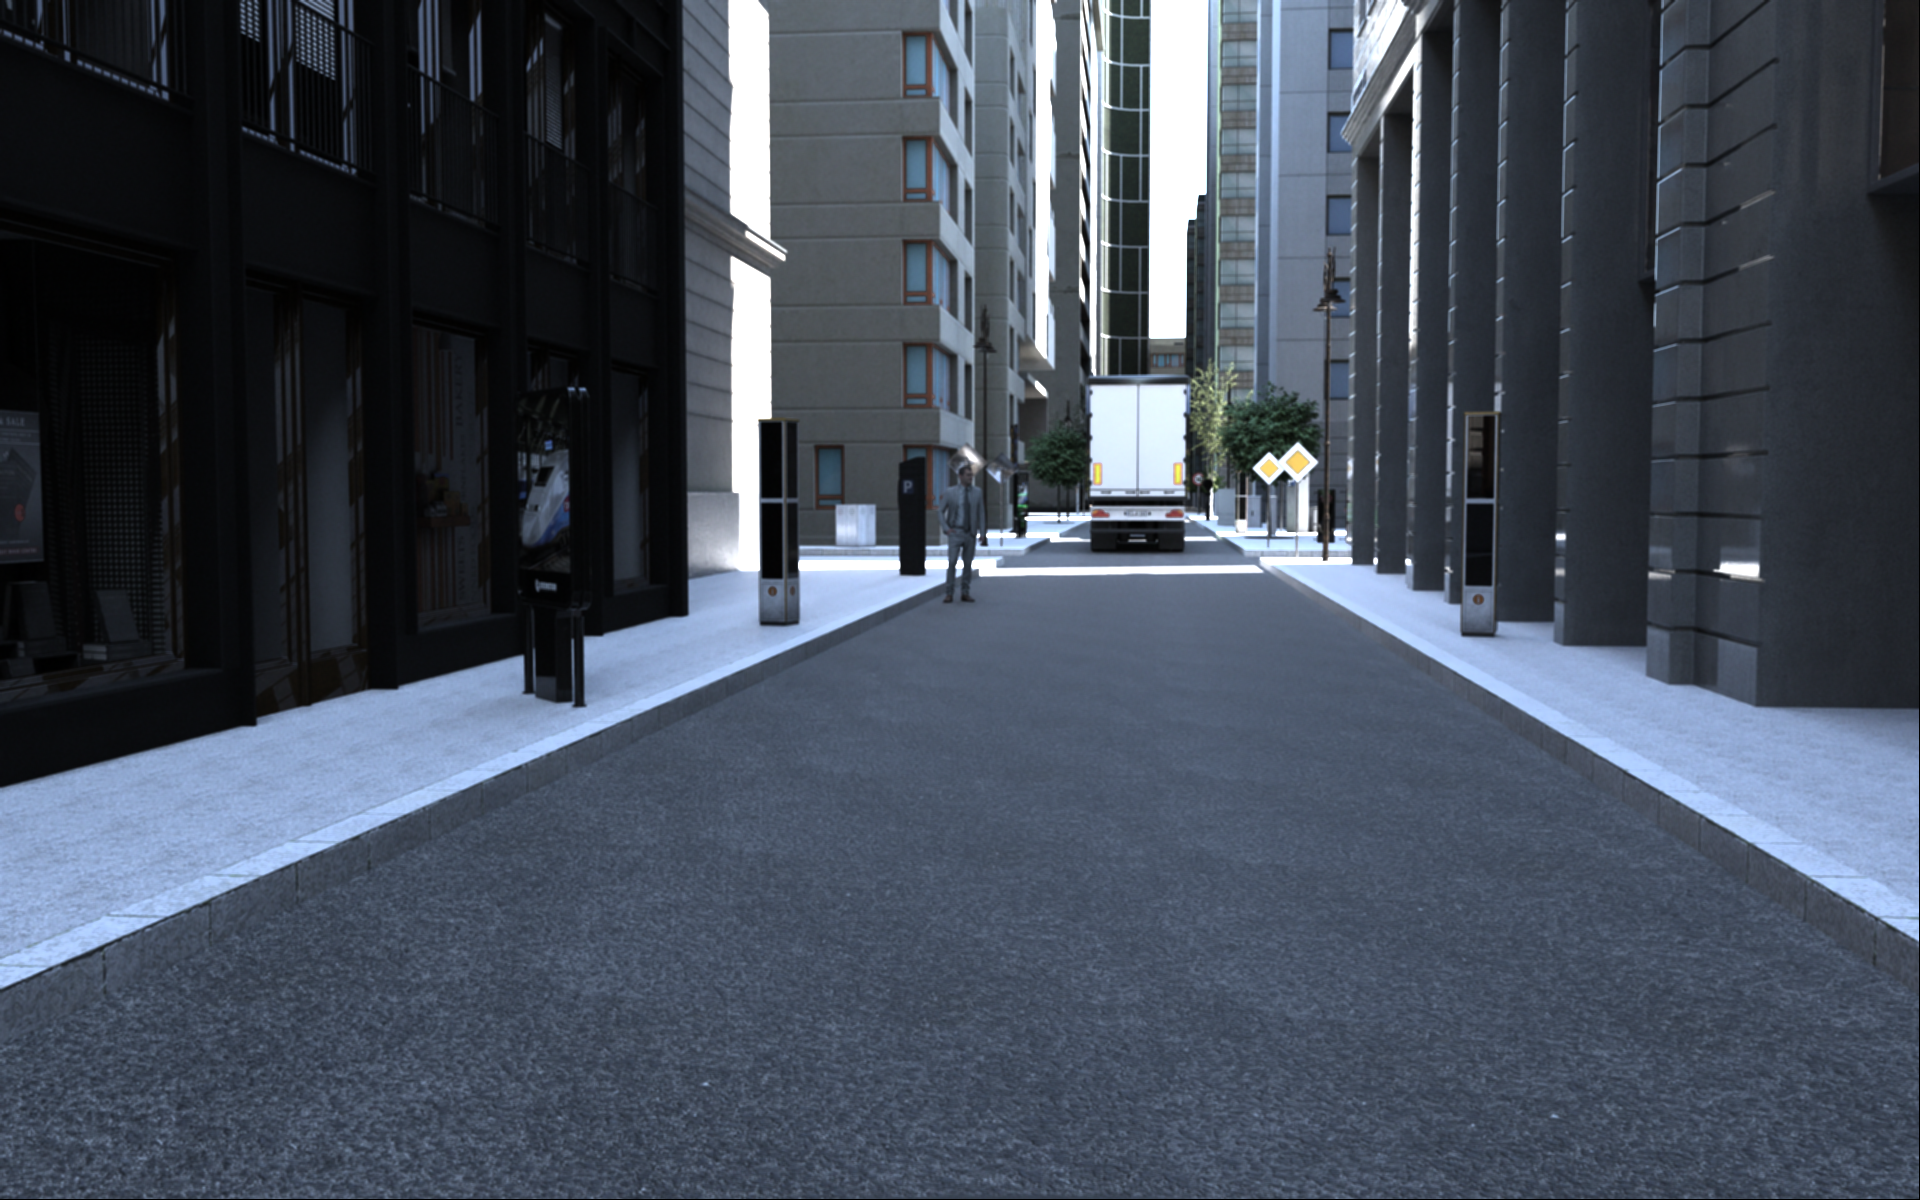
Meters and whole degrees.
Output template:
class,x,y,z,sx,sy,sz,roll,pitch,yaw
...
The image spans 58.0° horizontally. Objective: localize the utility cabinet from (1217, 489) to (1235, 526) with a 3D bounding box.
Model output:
class,x,y,z,sx,sy,sz,roll,pitch,yaw
utility cabinet,10.822,-3.708,69.312,0.318,1.500,1.173,-3,4,-36

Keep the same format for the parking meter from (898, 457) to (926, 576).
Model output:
class,x,y,z,sx,sy,sz,roll,pitch,yaw
parking meter,-0.760,-1.325,27.381,0.399,1.863,0.255,2,4,34

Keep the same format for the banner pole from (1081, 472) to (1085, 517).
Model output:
class,x,y,z,sx,sy,sz,roll,pitch,yaw
banner pole,6.818,-6.495,96.213,0.401,3.779,0.863,-1,4,-12

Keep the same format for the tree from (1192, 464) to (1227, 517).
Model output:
class,x,y,z,sx,sy,sz,roll,pitch,yaw
tree,14.334,-6.365,98.672,1.663,3.219,1.824,0,3,0

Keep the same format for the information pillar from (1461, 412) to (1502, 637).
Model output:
class,x,y,z,sx,sy,sz,roll,pitch,yaw
information pillar,4.704,-0.681,15.634,0.304,2.012,0.304,1,4,21

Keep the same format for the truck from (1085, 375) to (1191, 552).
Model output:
class,x,y,z,sx,sy,sz,roll,pitch,yaw
truck,4.783,-3.519,46.445,2.839,4.237,11.283,0,4,6

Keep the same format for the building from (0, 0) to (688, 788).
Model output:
class,x,y,z,sx,sy,sz,roll,pitch,yaw
building,-9.845,-11.055,10.422,12.332,23.373,15.834,0,4,6

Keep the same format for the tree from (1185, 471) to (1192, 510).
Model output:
class,x,y,z,sx,sy,sz,roll,pitch,yaw
tree,17.972,-8.153,127.900,1.663,3.219,1.824,0,3,0

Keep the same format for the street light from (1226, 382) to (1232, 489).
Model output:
class,x,y,z,sx,sy,sz,roll,pitch,yaw
street light,11.141,-6.058,71.832,0.468,5.910,1.993,0,4,6

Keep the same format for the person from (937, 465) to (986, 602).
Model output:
class,x,y,z,sx,sy,sz,roll,pitch,yaw
person,0.028,-0.885,23.070,0.635,1.810,0.391,-1,4,-22

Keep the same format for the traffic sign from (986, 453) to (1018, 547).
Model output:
class,x,y,z,sx,sy,sz,roll,pitch,yaw
traffic sign,1.005,-2.329,41.729,0.795,2.450,0.064,0,4,6

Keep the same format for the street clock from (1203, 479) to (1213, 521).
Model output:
class,x,y,z,sx,sy,sz,roll,pitch,yaw
street clock,12.024,-4.857,83.984,0.471,2.002,0.358,0,4,-5

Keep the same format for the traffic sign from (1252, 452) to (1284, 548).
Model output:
class,x,y,z,sx,sy,sz,roll,pitch,yaw
traffic sign,7.309,-2.286,41.020,0.795,2.450,0.064,0,4,6

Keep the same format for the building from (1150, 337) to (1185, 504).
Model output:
class,x,y,z,sx,sy,sz,roll,pitch,yaw
building,37.849,-22.498,212.882,28.899,21.520,27.650,0,4,6

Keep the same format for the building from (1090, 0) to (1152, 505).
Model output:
class,x,y,z,sx,sy,sz,roll,pitch,yaw
building,12.771,-47.187,209.760,20.611,71.187,20.563,0,4,6

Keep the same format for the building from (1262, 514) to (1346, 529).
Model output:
class,x,y,z,sx,sy,sz,roll,pitch,yaw
building,23.661,-32.626,75.441,21.231,58.520,28.212,0,4,6

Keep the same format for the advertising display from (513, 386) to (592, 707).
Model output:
class,x,y,z,sx,sy,sz,roll,pitch,yaw
advertising display,-2.534,-0.338,10.748,0.123,1.923,0.974,-2,4,-34

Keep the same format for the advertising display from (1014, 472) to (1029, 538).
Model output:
class,x,y,z,sx,sy,sz,roll,pitch,yaw
advertising display,1.791,-2.787,50.782,0.123,1.923,0.974,1,4,21

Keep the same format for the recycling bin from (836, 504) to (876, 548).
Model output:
class,x,y,z,sx,sy,sz,roll,pitch,yaw
recycling bin,-2.525,-1.797,41.931,0.722,1.027,0.722,2,4,34

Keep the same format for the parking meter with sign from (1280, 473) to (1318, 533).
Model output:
class,x,y,z,sx,sy,sz,roll,pitch,yaw
parking meter with sign,11.111,-3.704,56.825,1.738,3.016,0.543,-3,4,-38

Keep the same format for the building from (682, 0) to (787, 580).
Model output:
class,x,y,z,sx,sy,sz,roll,pitch,yaw
building,-15.116,-14.621,26.445,23.554,28.519,14.401,0,4,6

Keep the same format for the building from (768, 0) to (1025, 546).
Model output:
class,x,y,z,sx,sy,sz,roll,pitch,yaw
building,-12.665,-13.015,57.834,27.650,21.520,28.899,0,4,6

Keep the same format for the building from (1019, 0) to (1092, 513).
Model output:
class,x,y,z,sx,sy,sz,roll,pitch,yaw
building,-1.343,-30.835,127.859,21.300,48.544,21.600,0,4,6

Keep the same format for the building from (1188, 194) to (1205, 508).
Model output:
class,x,y,z,sx,sy,sz,roll,pitch,yaw
building,29.756,-24.241,168.047,14.160,30.474,14.107,0,4,6

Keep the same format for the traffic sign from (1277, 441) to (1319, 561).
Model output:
class,x,y,z,sx,sy,sz,roll,pitch,yaw
traffic sign,6.438,-1.801,33.082,0.795,2.450,0.064,0,4,6

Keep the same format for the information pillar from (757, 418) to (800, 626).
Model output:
class,x,y,z,sx,sy,sz,roll,pitch,yaw
information pillar,-1.771,-0.762,16.943,0.304,2.012,0.304,1,4,21

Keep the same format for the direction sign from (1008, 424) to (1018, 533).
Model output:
class,x,y,z,sx,sy,sz,roll,pitch,yaw
direction sign,1.767,-3.946,56.517,0.379,3.537,0.876,-1,4,-11

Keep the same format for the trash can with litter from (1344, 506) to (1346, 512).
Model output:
class,x,y,z,sx,sy,sz,roll,pitch,yaw
trash can with litter,10.778,-2.179,47.019,0.624,1.170,1.055,1,4,18

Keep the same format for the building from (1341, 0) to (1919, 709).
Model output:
class,x,y,z,sx,sy,sz,roll,pitch,yaw
building,10.928,-14.593,16.093,11.434,29.767,29.804,0,4,6

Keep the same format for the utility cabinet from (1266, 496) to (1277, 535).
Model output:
class,x,y,z,sx,sy,sz,roll,pitch,yaw
utility cabinet,9.834,-2.662,54.687,0.306,1.237,1.020,0,4,8

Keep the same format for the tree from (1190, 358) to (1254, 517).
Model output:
class,x,y,z,sx,sy,sz,roll,pitch,yaw
tree,13.985,-8.829,94.718,4.737,8.622,4.395,0,3,0

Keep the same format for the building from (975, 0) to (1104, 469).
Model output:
class,x,y,z,sx,sy,sz,roll,pitch,yaw
building,0.560,-36.014,178.061,27.495,52.752,28.713,0,4,6

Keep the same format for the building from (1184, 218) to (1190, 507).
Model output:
class,x,y,z,sx,sy,sz,roll,pitch,yaw
building,30.713,-25.122,182.445,14.160,30.474,14.107,0,4,6

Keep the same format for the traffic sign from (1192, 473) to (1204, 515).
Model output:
class,x,y,z,sx,sy,sz,roll,pitch,yaw
traffic sign,14.276,-6.334,103.671,0.768,2.556,0.104,1,4,15

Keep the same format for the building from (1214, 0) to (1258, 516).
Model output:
class,x,y,z,sx,sy,sz,roll,pitch,yaw
building,22.937,-25.919,107.369,14.154,41.232,14.086,0,4,6

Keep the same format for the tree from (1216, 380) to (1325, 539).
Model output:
class,x,y,z,sx,sy,sz,roll,pitch,yaw
tree,9.031,-4.065,50.180,4.285,4.588,4.351,0,3,0

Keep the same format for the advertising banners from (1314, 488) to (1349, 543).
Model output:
class,x,y,z,sx,sy,sz,roll,pitch,yaw
advertising banners,10.296,-2.996,45.170,2.074,3.025,0.090,1,4,19

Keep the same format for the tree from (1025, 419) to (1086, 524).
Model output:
class,x,y,z,sx,sy,sz,roll,pitch,yaw
tree,4.433,-5.643,75.979,4.285,4.588,4.351,0,3,0

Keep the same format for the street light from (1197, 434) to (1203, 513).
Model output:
class,x,y,z,sx,sy,sz,roll,pitch,yaw
street light,15.901,-8.681,114.726,0.468,5.910,1.993,0,4,6

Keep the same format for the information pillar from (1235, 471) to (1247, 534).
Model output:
class,x,y,z,sx,sy,sz,roll,pitch,yaw
information pillar,9.039,-3.132,55.698,0.304,2.012,0.304,-1,4,-9

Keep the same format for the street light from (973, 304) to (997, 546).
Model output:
class,x,y,z,sx,sy,sz,roll,pitch,yaw
street light,0.614,-4.256,42.366,0.468,5.910,1.993,0,4,6

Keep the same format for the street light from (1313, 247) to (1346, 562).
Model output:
class,x,y,z,sx,sy,sz,roll,pitch,yaw
street light,6.923,-3.660,32.627,0.468,5.910,1.993,0,4,6

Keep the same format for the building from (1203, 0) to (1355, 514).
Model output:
class,x,y,z,sx,sy,sz,roll,pitch,yaw
building,31.260,-36.929,145.780,21.231,58.520,28.212,0,4,6

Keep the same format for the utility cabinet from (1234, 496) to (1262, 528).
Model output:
class,x,y,z,sx,sy,sz,roll,pitch,yaw
utility cabinet,11.005,-3.361,66.117,1.020,1.237,0.306,1,4,22

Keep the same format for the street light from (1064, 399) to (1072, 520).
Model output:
class,x,y,z,sx,sy,sz,roll,pitch,yaw
street light,5.282,-6.843,84.666,0.468,5.910,1.993,0,4,6

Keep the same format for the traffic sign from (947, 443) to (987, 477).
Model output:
class,x,y,z,sx,sy,sz,roll,pitch,yaw
traffic sign,0.134,-1.844,33.792,0.795,2.450,0.064,0,4,6

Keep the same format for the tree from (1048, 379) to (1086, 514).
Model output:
class,x,y,z,sx,sy,sz,roll,pitch,yaw
tree,7.286,-9.785,110.350,4.360,8.622,3.978,0,3,0
